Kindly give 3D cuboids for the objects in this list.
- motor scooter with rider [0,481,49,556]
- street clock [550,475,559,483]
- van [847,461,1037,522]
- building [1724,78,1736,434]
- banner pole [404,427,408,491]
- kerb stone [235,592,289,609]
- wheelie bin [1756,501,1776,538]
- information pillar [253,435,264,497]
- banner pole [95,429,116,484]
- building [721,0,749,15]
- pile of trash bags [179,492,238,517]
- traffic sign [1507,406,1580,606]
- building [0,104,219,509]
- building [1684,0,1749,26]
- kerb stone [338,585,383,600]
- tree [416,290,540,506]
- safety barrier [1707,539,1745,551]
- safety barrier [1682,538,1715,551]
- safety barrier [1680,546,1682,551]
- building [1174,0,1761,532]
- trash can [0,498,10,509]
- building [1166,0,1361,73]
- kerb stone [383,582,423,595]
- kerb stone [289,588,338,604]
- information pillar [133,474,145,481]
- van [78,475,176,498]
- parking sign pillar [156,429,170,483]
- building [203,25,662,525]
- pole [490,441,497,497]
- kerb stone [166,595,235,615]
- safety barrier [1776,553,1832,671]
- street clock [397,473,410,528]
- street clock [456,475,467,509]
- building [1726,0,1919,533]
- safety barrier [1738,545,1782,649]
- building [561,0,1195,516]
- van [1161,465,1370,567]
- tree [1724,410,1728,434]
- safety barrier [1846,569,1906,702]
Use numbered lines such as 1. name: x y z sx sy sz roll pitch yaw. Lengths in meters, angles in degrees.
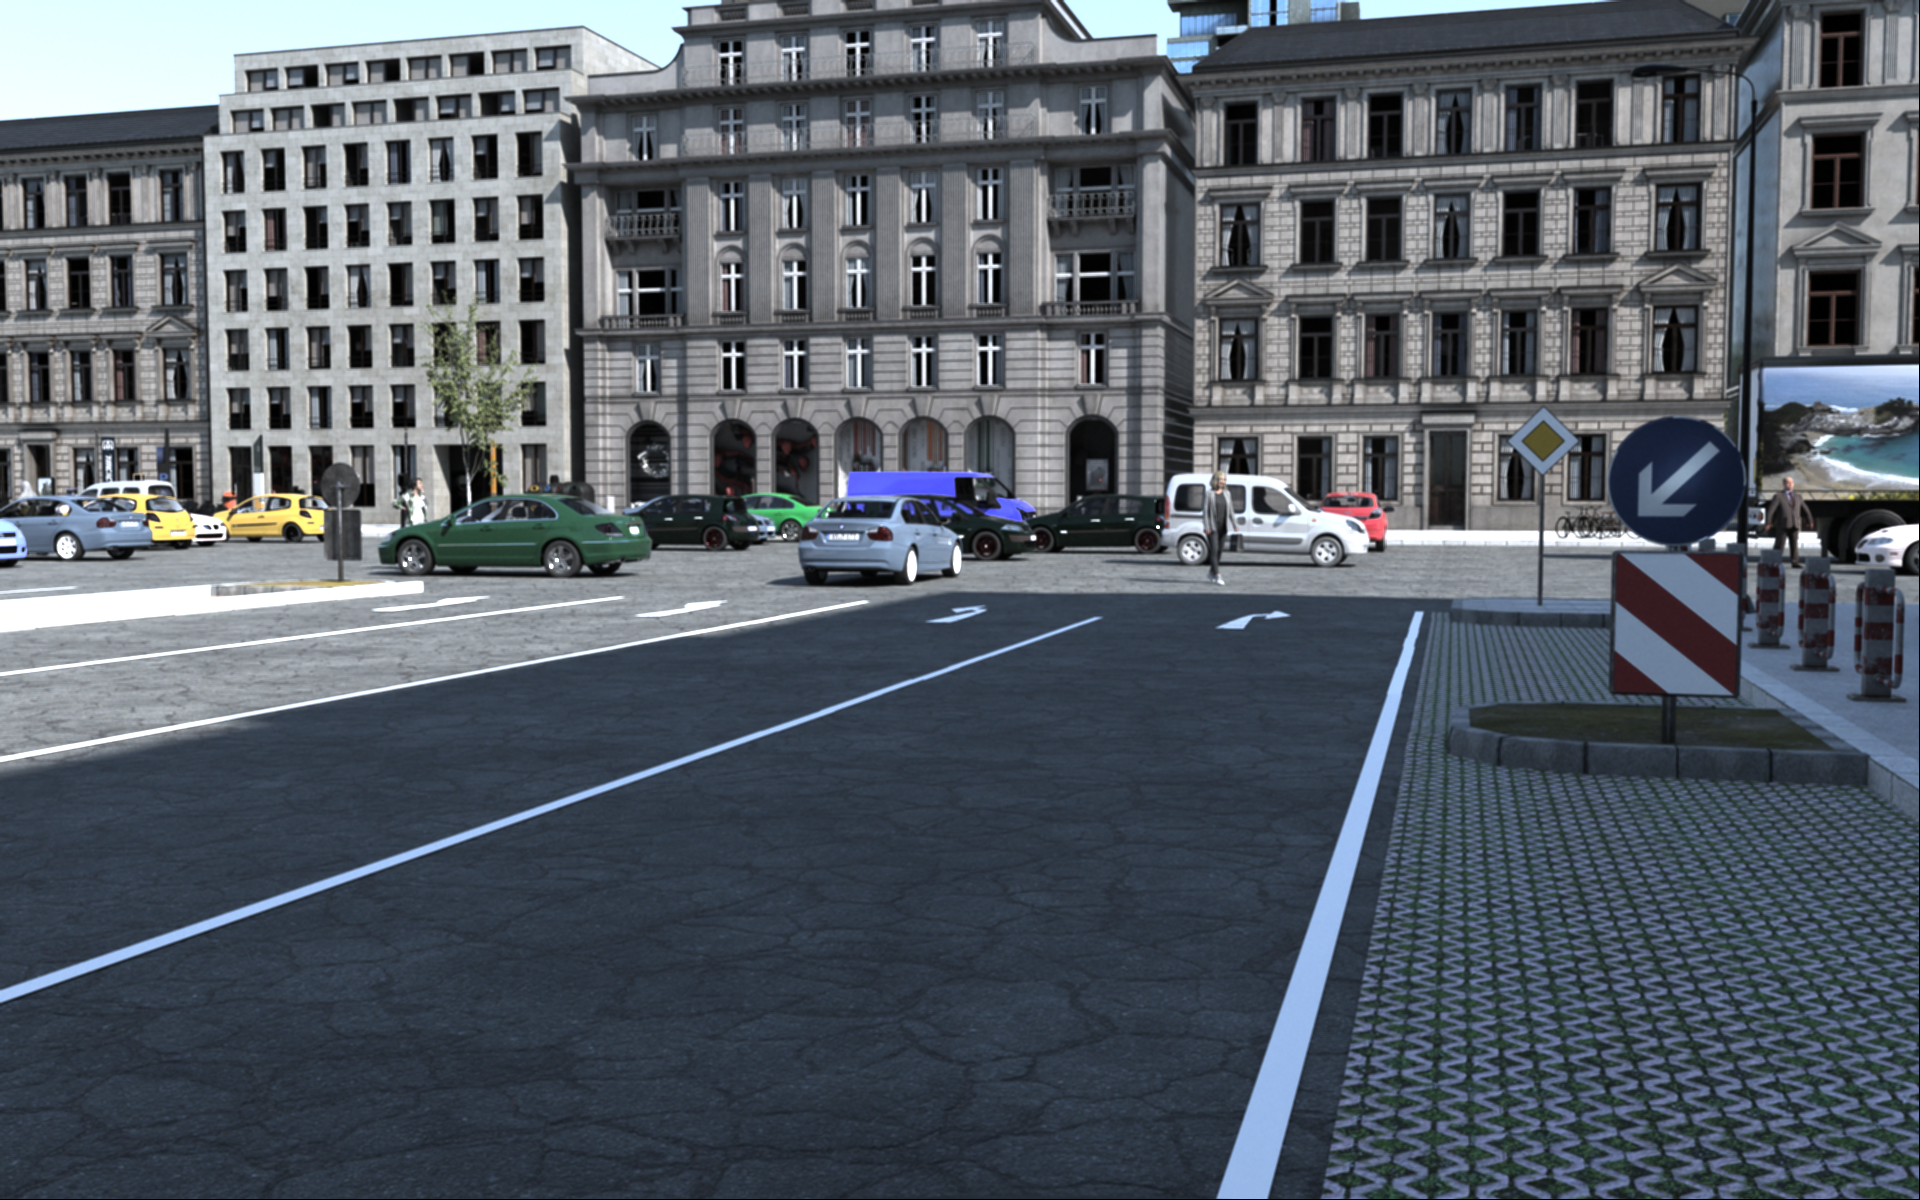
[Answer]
1. motor scooter with rider: -21.998 -1.931 40.537 1.986 1.779 0.876 1 4 17
2. street clock: -15.551 -3.785 66.459 0.358 2.002 0.471 -2 4 -28
3. van: -0.456 -2.624 47.290 5.245 2.365 2.240 1 4 17
4. building: 54.804 -21.037 115.663 14.160 30.474 14.107 1 4 16
5. banner pole: -20.753 -4.581 64.921 0.401 3.779 0.863 -2 4 -23
6. kerb stone: -8.926 0.014 21.970 0.120 0.150 1.000 1 4 16
7. wheelie bin: 23.862 -2.632 50.942 0.693 1.594 0.980 -1 4 -9
8. information pillar: -27.672 -4.710 68.358 0.504 3.616 0.183 2 4 32
9. banner pole: -32.918 -4.687 66.646 0.863 3.779 0.401 -2 4 -33
10. building: -8.655 -27.273 129.502 14.154 41.232 14.086 1 4 16
11. pile of trash bags: -27.563 -3.295 63.622 1.912 1.369 3.447 0 4 5
12. traffic sign: 6.672 -0.993 19.873 0.795 2.450 0.064 1 4 16
13. building: -39.900 -13.268 81.564 19.286 19.102 10.561 1 4 16
14. building: 64.106 -31.033 131.089 21.300 48.544 21.600 1 4 16
15. kerb stone: -8.361 -0.103 23.952 0.120 0.150 1.000 1 4 16
16. tree: -17.737 -6.891 63.038 4.737 8.622 4.395 0 3 0
17. safety barrier: 7.287 -0.123 16.290 0.300 0.817 1.120 1 4 16
18. safety barrier: 7.813 -0.236 18.134 0.300 0.817 1.120 1 4 16
19. safety barrier: 8.341 -0.349 19.977 0.300 0.817 1.120 1 4 16
20. building: 18.358 -12.237 64.705 19.286 19.102 10.561 1 4 16
21. trash can: -37.761 -3.457 68.172 0.748 1.137 0.748 0 3 0
22. building: 39.720 -56.047 229.037 31.000 86.520 22.319 1 4 16
23. kerb stone: -8.071 -0.163 24.937 0.120 0.150 1.000 1 4 16
24. kerb stone: -8.646 -0.047 22.966 0.120 0.150 1.000 1 4 16
25. information pillar: -29.791 -3.572 62.890 0.304 2.012 0.304 0 4 -6
26. van: -26.495 -2.872 53.970 4.112 2.044 2.013 1 4 15
27. parking sign pillar: -32.492 -5.030 70.710 1.447 3.967 1.447 -1 4 -23
28. building: -22.538 -13.558 76.419 16.860 20.320 10.420 1 4 16
29. pole: -18.057 -4.478 67.056 0.158 3.312 0.155 0 3 0
30. kerb stone: -9.207 0.074 20.982 0.120 0.150 1.000 1 4 16
31. safety barrier: 6.227 0.103 12.597 0.300 0.817 1.120 1 4 16
32. street clock: -19.128 -3.365 59.580 0.471 2.002 0.358 3 5 45
33. street clock: -19.102 -3.795 66.610 0.471 2.002 0.358 -3 5 -43
34. building: 37.925 -13.660 59.494 21.152 22.565 11.583 1 4 16
35. safety barrier: 6.754 -0.010 14.441 0.300 0.817 1.120 1 4 16
36. building: -2.289 -14.032 71.225 24.055 21.916 13.314 1 4 16
37. van: 6.160 -1.706 34.910 4.112 2.044 2.013 1 4 17
38. tree: 38.013 -8.463 88.730 4.737 8.622 4.395 0 3 0
39. safety barrier: 5.701 0.215 10.754 0.300 0.817 1.120 1 4 16
